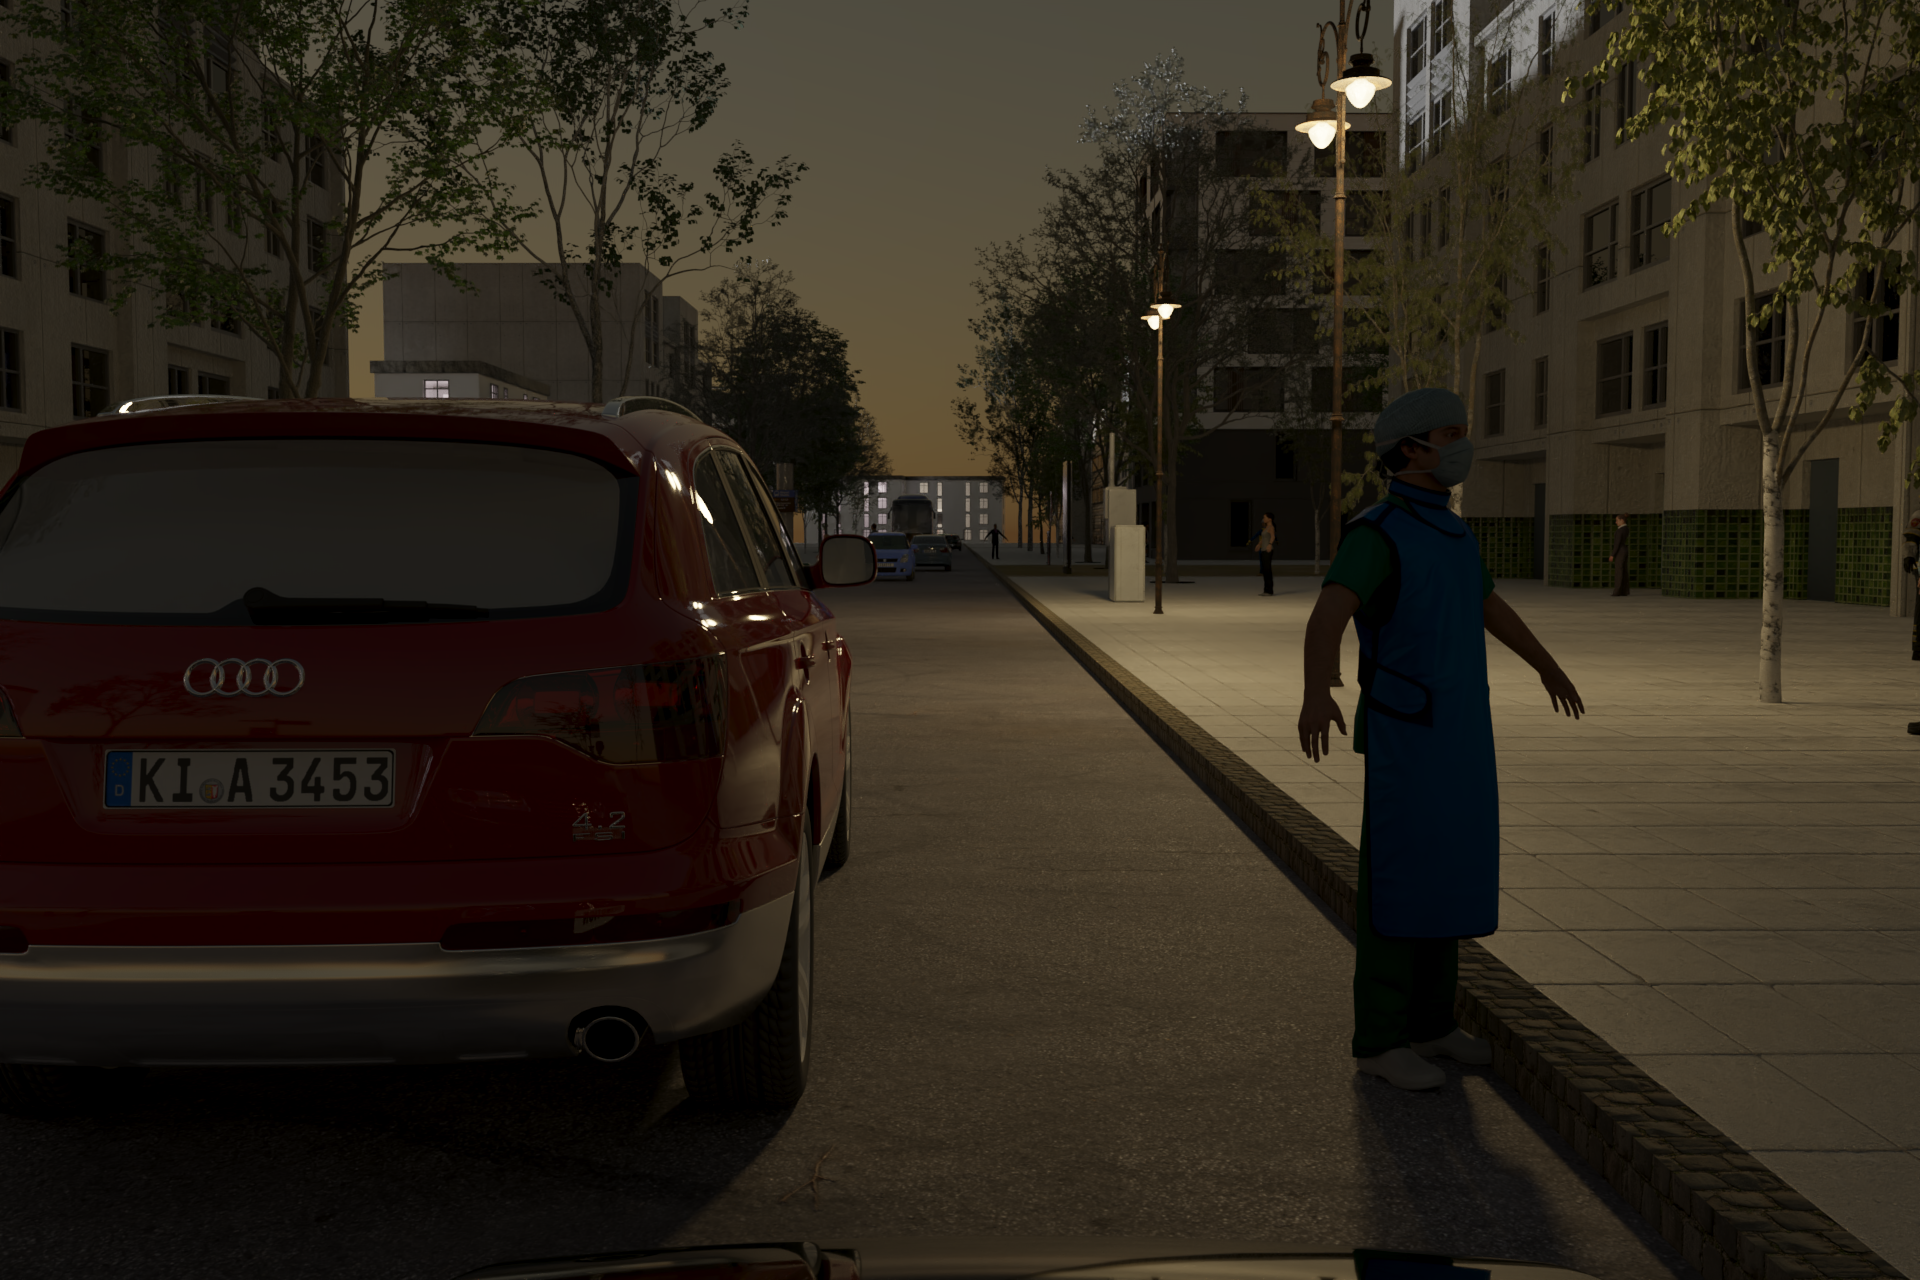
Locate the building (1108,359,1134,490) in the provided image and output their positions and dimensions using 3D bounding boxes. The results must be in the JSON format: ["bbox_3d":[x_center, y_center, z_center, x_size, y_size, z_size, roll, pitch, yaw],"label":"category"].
[{"bbox_3d":[24.695,-18.939,176.113,16.747,18.905,31.486,0,3,0],"label":"building"}]

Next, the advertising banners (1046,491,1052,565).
[{"bbox_3d":[3.691,-4.610,71.556,0.090,3.025,2.074,0,4,-1],"label":"advertising banners"}]

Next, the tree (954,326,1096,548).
[{"bbox_3d":[5.899,-18.350,155.907,12.611,20.169,13.585,0,3,0],"label":"tree"}]

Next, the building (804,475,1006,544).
[{"bbox_3d":[-7.742,-18.506,247.169,28.070,9.664,9.099,0,4,6],"label":"building"}]

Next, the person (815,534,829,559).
[{"bbox_3d":[-3.635,-2.121,46.404,0.599,1.433,0.991,-2,4,-28],"label":"person"}]

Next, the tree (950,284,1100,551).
[{"bbox_3d":[5.105,-16.776,130.170,12.611,20.169,13.585,0,3,0],"label":"tree"}]

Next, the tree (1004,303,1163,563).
[{"bbox_3d":[5.538,-9.229,76.646,9.928,11.665,9.643,0,3,0],"label":"tree"}]

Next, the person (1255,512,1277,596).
[{"bbox_3d":[6.286,-1.774,35.822,0.721,1.737,1.217,0,4,-2],"label":"person"}]

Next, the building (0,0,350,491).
[{"bbox_3d":[-28.835,-10.784,42.779,16.747,18.905,31.486,0,4,-1],"label":"building"}]

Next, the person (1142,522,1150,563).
[{"bbox_3d":[8.245,-4.313,76.664,0.704,1.843,1.345,1,4,11],"label":"person"}]

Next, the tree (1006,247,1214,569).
[{"bbox_3d":[5.497,-8.399,63.074,9.928,11.665,9.643,0,3,0],"label":"tree"}]

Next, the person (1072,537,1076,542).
[{"bbox_3d":[5.375,-4.900,86.301,0.705,1.806,1.347,-1,4,-21],"label":"person"}]

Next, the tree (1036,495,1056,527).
[{"bbox_3d":[15.752,-20.767,246.194,9.857,13.997,8.962,0,3,0],"label":"tree"}]

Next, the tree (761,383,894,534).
[{"bbox_3d":[-10.281,-13.582,132.440,12.009,13.543,11.850,0,3,0],"label":"tree"}]

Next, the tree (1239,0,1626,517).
[{"bbox_3d":[6.042,-4.284,20.410,4.360,8.622,3.978,0,3,0],"label":"tree"}]

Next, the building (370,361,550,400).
[{"bbox_3d":[-27.673,-9.528,97.934,9.099,9.664,28.070,0,3,0],"label":"building"}]

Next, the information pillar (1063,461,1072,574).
[{"bbox_3d":[3.486,-3.973,56.269,0.184,3.620,1.656,0,4,-1],"label":"information pillar"}]

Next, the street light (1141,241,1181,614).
[{"bbox_3d":[3.191,-3.357,27.675,0.468,5.910,1.993,0,3,0],"label":"street light"}]

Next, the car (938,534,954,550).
[{"bbox_3d":[-1.415,-9.065,157.001,1.959,1.807,4.718,0,4,-1],"label":"car"}]

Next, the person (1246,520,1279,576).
[{"bbox_3d":[9.325,-2.864,53.285,1.216,1.772,0.721,-2,4,-27],"label":"person"}]

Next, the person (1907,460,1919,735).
[{"bbox_3d":[6.280,-0.322,11.101,0.704,1.849,1.345,2,4,29],"label":"person"}]

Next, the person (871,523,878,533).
[{"bbox_3d":[-2.947,-3.080,59.086,0.705,1.796,1.348,3,5,43],"label":"person"}]

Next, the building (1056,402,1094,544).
[{"bbox_3d":[22.296,-23.994,223.224,19.493,23.208,18.063,0,4,-1],"label":"building"}]

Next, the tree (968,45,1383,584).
[{"bbox_3d":[5.417,-8.221,44.778,12.009,13.543,11.850,0,3,0],"label":"tree"}]

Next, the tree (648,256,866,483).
[{"bbox_3d":[-9.306,-10.164,76.552,12.009,13.543,11.850,0,3,0],"label":"tree"}]

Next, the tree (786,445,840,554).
[{"bbox_3d":[-9.803,-9.837,111.202,4.737,8.622,4.395,0,3,0],"label":"tree"}]

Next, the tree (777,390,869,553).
[{"bbox_3d":[-9.809,-11.915,120.563,9.928,11.665,9.643,0,3,0],"label":"tree"}]

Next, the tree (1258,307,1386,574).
[{"bbox_3d":[11.582,-6.455,55.901,4.360,8.622,3.978,0,3,0],"label":"tree"}]

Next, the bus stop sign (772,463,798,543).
[{"bbox_3d":[-6.539,-4.633,64.766,0.837,3.901,0.837,0,4,1],"label":"bus stop sign"}]

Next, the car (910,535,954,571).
[{"bbox_3d":[-1.213,-3.407,67.706,2.014,1.417,4.499,0,4,-1],"label":"car"}]

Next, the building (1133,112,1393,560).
[{"bbox_3d":[23.744,-15.703,100.714,27.936,21.610,32.646,0,4,-1],"label":"building"}]

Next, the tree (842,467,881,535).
[{"bbox_3d":[-9.733,-12.702,158.043,4.360,8.622,3.978,0,3,0],"label":"tree"}]

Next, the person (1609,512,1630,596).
[{"bbox_3d":[13.619,-1.772,35.811,0.445,1.727,0.742,1,4,12],"label":"person"}]

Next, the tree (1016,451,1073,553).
[{"bbox_3d":[5.996,-10.202,117.170,4.737,8.622,4.395,0,3,0],"label":"tree"}]

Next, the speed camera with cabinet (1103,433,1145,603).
[{"bbox_3d":[3.169,-2.383,33.305,0.660,3.252,2.038,0,4,-1],"label":"speed camera with cabinet"}]

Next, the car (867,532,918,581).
[{"bbox_3d":[-2.261,-2.704,53.794,1.945,1.707,3.694,0,4,0],"label":"car"}]

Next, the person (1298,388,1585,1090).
[{"bbox_3d":[1.249,0.244,4.600,1.347,1.817,0.704,-3,5,-45],"label":"person"}]

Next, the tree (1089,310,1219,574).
[{"bbox_3d":[6.410,-6.432,55.531,4.737,8.622,4.395,0,3,0],"label":"tree"}]

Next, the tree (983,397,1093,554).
[{"bbox_3d":[4.907,-10.725,109.766,7.601,10.594,8.767,0,4,6],"label":"tree"}]

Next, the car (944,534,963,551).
[{"bbox_3d":[-0.720,-8.302,145.519,2.009,1.686,4.222,0,4,0],"label":"car"}]

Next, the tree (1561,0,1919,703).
[{"bbox_3d":[6.189,-3.813,12.706,4.737,8.622,4.395,0,3,0],"label":"tree"}]

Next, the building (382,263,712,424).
[{"bbox_3d":[-29.113,-16.051,128.889,16.747,18.905,31.486,0,4,0],"label":"building"}]

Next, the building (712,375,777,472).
[{"bbox_3d":[-26.131,-21.428,206.765,16.016,20.090,11.380,0,4,-1],"label":"building"}]

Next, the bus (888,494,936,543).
[{"bbox_3d":[-2.936,-7.283,110.619,2.896,3.916,12.251,0,3,0],"label":"bus"}]

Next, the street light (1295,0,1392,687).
[{"bbox_3d":[3.148,-2.546,14.422,0.468,5.910,1.993,0,4,0],"label":"street light"}]

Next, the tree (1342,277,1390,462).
[{"bbox_3d":[17.580,-8.386,62.862,9.928,11.665,9.643,0,3,0],"label":"tree"}]

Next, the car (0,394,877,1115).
[{"bbox_3d":[-1.431,0.173,5.839,2.281,1.827,5.304,0,4,-2],"label":"car"}]

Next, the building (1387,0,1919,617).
[{"bbox_3d":[22.785,-10.734,41.955,16.747,18.905,31.486,0,4,0],"label":"building"}]

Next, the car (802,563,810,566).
[{"bbox_3d":[-3.028,-0.864,23.911,2.009,1.686,4.222,0,3,0],"label":"car"}]

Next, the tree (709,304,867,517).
[{"bbox_3d":[-9.726,-11.658,97.256,9.857,13.997,8.962,0,3,0],"label":"tree"}]

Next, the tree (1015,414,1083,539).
[{"bbox_3d":[5.820,-9.221,101.132,4.360,8.622,3.978,0,3,0],"label":"tree"}]

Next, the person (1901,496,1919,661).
[{"bbox_3d":[9.854,-0.718,17.508,1.351,1.858,0.704,-2,4,-34],"label":"person"}]

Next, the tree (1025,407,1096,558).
[{"bbox_3d":[5.361,-8.824,94.640,4.737,8.622,4.395,0,3,0],"label":"tree"}]

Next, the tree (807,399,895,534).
[{"bbox_3d":[-10.431,-14.409,145.961,12.009,13.543,11.850,0,3,0],"label":"tree"}]

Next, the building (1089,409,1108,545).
[{"bbox_3d":[25.540,-22.869,204.831,19.493,23.208,18.063,0,4,0],"label":"building"}]

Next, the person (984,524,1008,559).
[{"bbox_3d":[1.807,-5.008,88.100,1.346,1.802,0.704,-1,4,-22],"label":"person"}]

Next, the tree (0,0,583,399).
[{"bbox_3d":[-9.323,-6.028,24.314,9.928,11.665,9.643,0,3,0],"label":"tree"}]

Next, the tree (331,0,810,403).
[{"bbox_3d":[-10.475,-11.641,46.212,12.611,20.169,13.585,0,3,0],"label":"tree"}]
